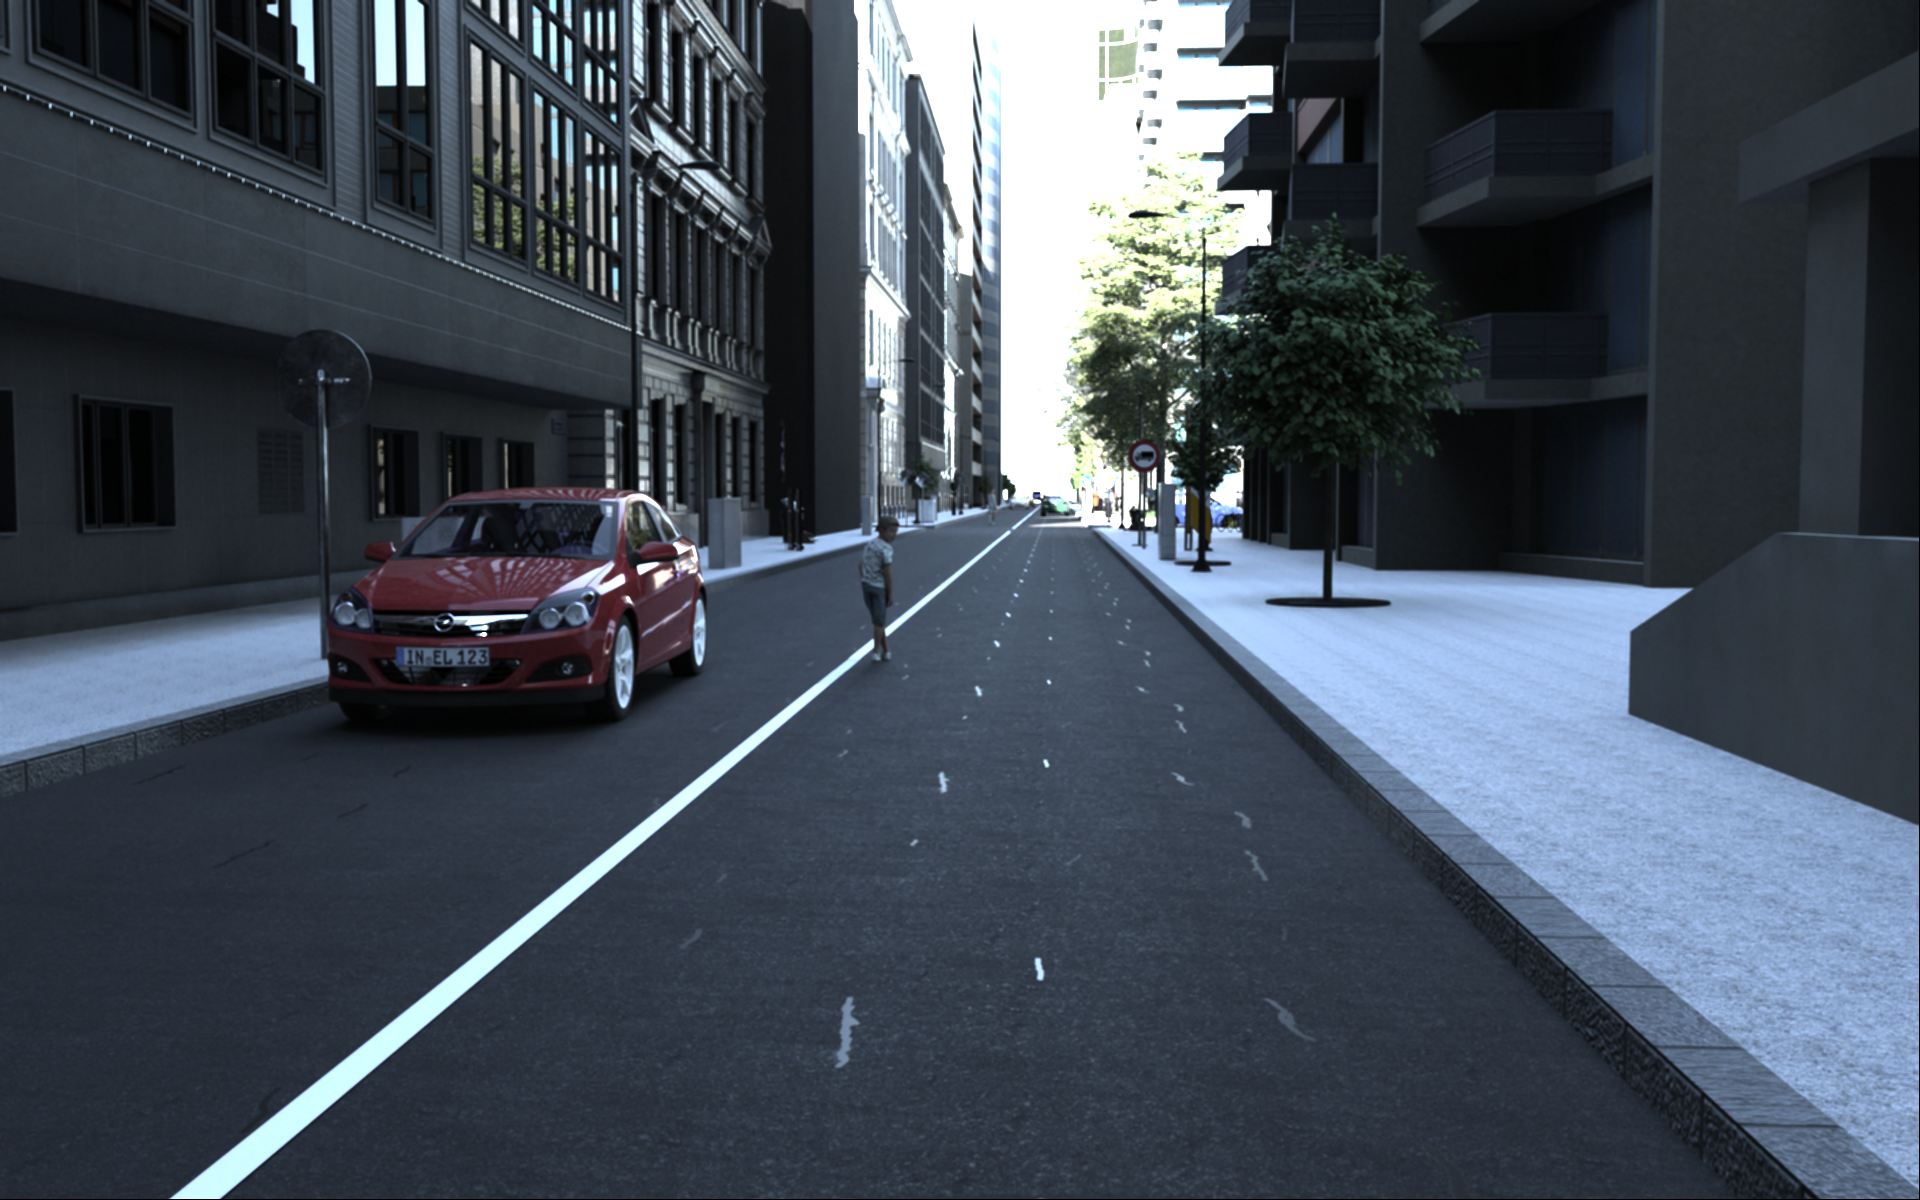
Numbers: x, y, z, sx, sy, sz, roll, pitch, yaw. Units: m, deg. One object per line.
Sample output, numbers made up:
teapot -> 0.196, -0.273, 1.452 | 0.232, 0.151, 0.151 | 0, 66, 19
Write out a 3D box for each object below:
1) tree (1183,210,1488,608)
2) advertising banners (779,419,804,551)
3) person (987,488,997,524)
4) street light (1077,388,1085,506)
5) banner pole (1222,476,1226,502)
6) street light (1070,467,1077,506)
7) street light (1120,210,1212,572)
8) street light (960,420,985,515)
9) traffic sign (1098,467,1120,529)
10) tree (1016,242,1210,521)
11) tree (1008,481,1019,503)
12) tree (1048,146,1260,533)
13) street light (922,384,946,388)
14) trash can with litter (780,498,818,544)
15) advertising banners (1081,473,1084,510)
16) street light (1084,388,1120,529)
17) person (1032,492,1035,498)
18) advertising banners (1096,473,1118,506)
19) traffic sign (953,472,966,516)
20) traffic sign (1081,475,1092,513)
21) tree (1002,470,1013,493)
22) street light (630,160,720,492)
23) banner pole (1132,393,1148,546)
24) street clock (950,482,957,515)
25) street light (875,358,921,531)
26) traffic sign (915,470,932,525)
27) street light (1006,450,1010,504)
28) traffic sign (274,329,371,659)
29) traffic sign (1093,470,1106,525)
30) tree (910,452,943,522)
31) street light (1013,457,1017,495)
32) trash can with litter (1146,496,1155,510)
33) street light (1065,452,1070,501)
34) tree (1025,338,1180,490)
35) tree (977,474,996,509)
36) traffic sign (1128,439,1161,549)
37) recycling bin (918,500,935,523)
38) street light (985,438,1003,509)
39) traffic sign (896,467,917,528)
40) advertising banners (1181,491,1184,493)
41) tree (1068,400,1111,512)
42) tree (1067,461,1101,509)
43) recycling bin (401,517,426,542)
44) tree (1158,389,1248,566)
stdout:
tree -> 4.327, -2.223, 20.062 | 4.285, 4.588, 4.351 | 0, 3, 0
advertising banners -> -3.887, -2.668, 39.813 | 0.090, 3.025, 2.074 | -1, 4, -19
person -> 1.521, -4.447, 81.966 | 0.466, 1.731, 0.760 | 0, 4, 6
street light -> 5.976, -6.308, 75.676 | 1.470, 5.913, 1.316 | 0, 4, 3
banner pole -> 15.337, -6.768, 100.672 | 0.401, 3.779, 0.863 | 2, 4, 28
street light -> 7.974, -8.469, 111.012 | 1.470, 5.913, 1.316 | 0, 4, 3
street light -> 3.456, -3.423, 28.511 | 1.470, 5.913, 1.316 | 0, 4, 3
street light -> 0.628, -8.304, 108.306 | 1.470, 5.913, 1.316 | 0, 4, 3
traffic sign -> 5.534, -3.716, 64.398 | 0.795, 2.450, 0.064 | 0, 4, 3
tree -> 7.858, -10.555, 82.941 | 12.009, 13.543, 11.850 | 0, 3, 0
tree -> 7.839, -15.869, 254.059 | 1.663, 3.219, 1.824 | 0, 3, 0
tree -> 6.803, -8.468, 56.586 | 7.486, 12.596, 7.792 | 0, 3, 0
street light -> -1.287, -6.158, 73.229 | 1.470, 5.913, 1.316 | 0, 4, 3
trash can with litter -> -4.182, -2.071, 45.242 | 1.055, 1.170, 0.624 | 2, 4, 32
advertising banners -> 9.936, -8.817, 140.338 | 0.090, 3.025, 2.074 | 1, 4, 10
street light -> 5.408, -5.560, 63.441 | 1.470, 5.913, 1.316 | 0, 4, 3
person -> 9.836, -13.719, 233.614 | 0.445, 1.727, 0.742 | 2, 4, 24
advertising banners -> 12.004, -8.852, 140.916 | 2.074, 3.025, 0.090 | -1, 4, -19
traffic sign -> -0.053, -6.238, 102.099 | 0.768, 2.556, 0.104 | 1, 4, 10
traffic sign -> 8.476, -7.088, 116.002 | 0.768, 2.556, 0.104 | 1, 4, 13
tree -> 5.319, -14.742, 224.752 | 4.285, 4.588, 4.351 | 0, 3, 0
street light -> -4.035, -3.165, 24.289 | 1.470, 5.913, 1.316 | 0, 4, 3
banner pole -> 4.451, -3.218, 42.625 | 0.401, 3.779, 0.863 | 0, 4, 2
street clock -> -0.373, -6.114, 104.527 | 0.358, 2.002, 0.471 | 2, 4, 31
street light -> -2.231, -5.318, 59.492 | 1.470, 5.913, 1.316 | 0, 4, 3
traffic sign -> -1.560, -4.230, 72.804 | 0.795, 2.450, 0.064 | 0, 4, 3
street light -> 4.648, -12.944, 184.170 | 1.470, 5.913, 1.316 | 0, 4, 3
traffic sign -> -4.934, -0.814, 13.410 | 0.768, 2.556, 0.104 | 0, 4, 3
traffic sign -> 5.972, -4.204, 72.371 | 0.795, 2.450, 0.064 | 0, 4, 3
tree -> -1.585, -5.150, 78.800 | 1.663, 3.219, 1.824 | 0, 3, 0
street light -> 6.515, -15.079, 219.080 | 1.470, 5.913, 1.316 | 0, 4, 3
trash can with litter -> 12.091, -5.985, 109.236 | 1.055, 1.170, 0.624 | -3, 5, -40
street light -> 10.329, -11.094, 153.931 | 1.470, 5.913, 1.316 | 0, 4, 3
tree -> 8.053, -9.824, 95.029 | 8.767, 10.594, 7.601 | -1, 4, -13
tree -> 2.324, -9.663, 152.593 | 1.663, 3.219, 1.824 | 0, 3, 0
traffic sign -> 4.317, -2.473, 40.544 | 0.768, 2.556, 0.104 | 1, 4, 11
recycling bin -> -1.479, -3.919, 76.635 | 0.722, 1.027, 0.722 | 0, 4, 2
street light -> 2.774, -10.812, 149.325 | 1.470, 5.913, 1.316 | 0, 4, 3
traffic sign -> -1.998, -3.742, 64.831 | 0.795, 2.450, 0.064 | 0, 4, 3
advertising banners -> 13.587, -6.659, 105.066 | 0.090, 3.025, 2.074 | 0, 4, -1
tree -> 9.141, -10.472, 121.577 | 4.737, 8.622, 4.395 | 0, 3, 0
tree -> 10.827, -10.171, 150.003 | 4.285, 4.588, 4.351 | 0, 3, 0
recycling bin -> -5.525, -0.375, 18.691 | 0.722, 1.027, 0.722 | 1, 4, 13
tree -> 4.339, -2.256, 31.490 | 1.663, 3.219, 1.824 | 0, 3, 0
